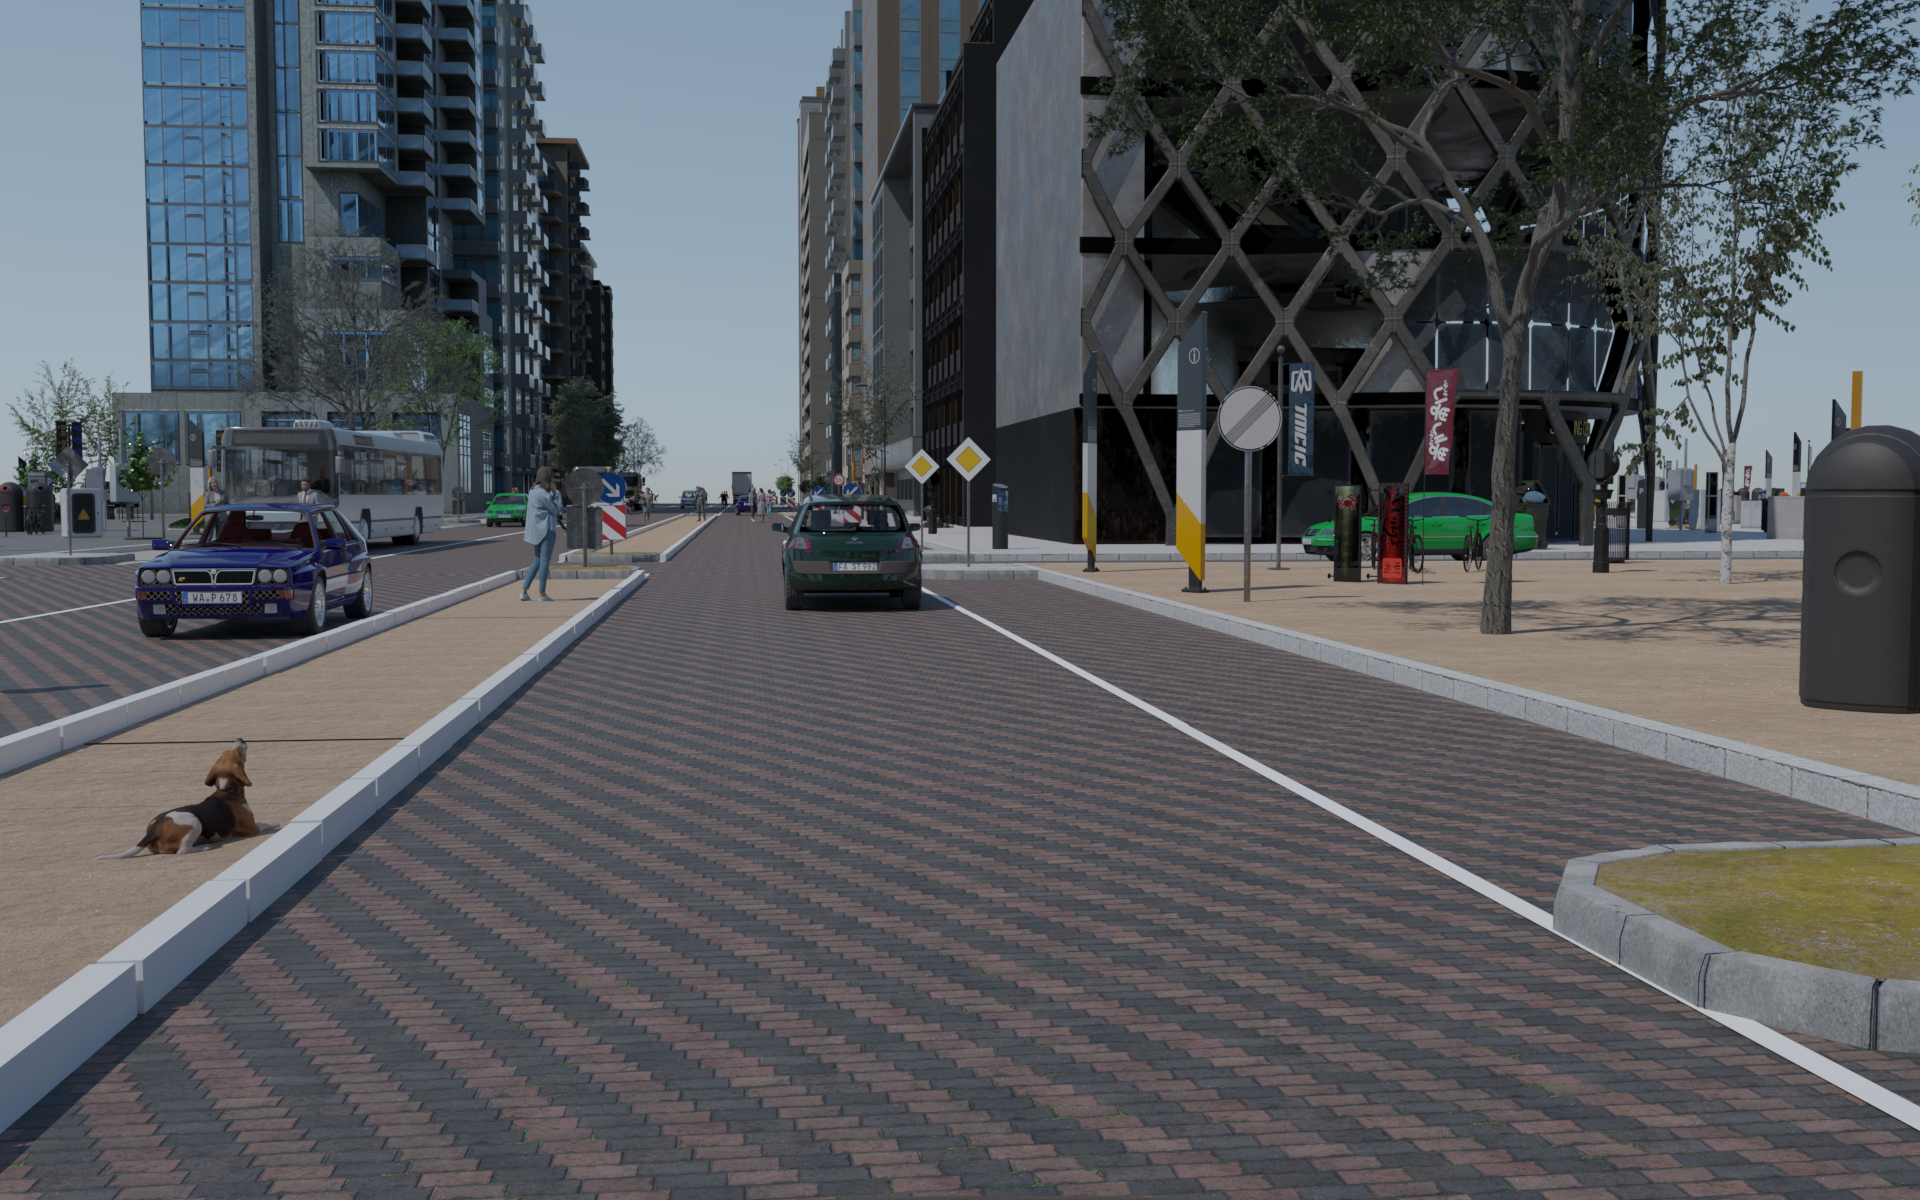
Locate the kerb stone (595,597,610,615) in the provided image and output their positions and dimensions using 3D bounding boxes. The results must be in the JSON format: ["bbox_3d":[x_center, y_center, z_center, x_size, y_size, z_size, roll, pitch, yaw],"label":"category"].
[{"bbox_3d":[-4.284,0.102,20.550,0.120,0.150,1.000,0,4,-7],"label":"kerb stone"}]

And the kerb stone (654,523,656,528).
[{"bbox_3d":[-12.787,-3.024,71.669,0.120,0.150,1.000,0,4,-7],"label":"kerb stone"}]

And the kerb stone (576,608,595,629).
[{"bbox_3d":[-4.035,0.226,18.521,0.120,0.150,1.000,0,4,-7],"label":"kerb stone"}]

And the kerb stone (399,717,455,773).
[{"bbox_3d":[-2.885,0.786,9.347,0.120,0.150,1.000,0,4,-7],"label":"kerb stone"}]

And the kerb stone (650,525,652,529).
[{"bbox_3d":[-12.407,-2.839,68.619,0.120,0.150,1.000,0,4,-7],"label":"kerb stone"}]

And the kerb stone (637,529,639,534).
[{"bbox_3d":[-11.390,-2.341,60.475,0.120,0.150,1.000,0,4,-7],"label":"kerb stone"}]

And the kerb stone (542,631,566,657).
[{"bbox_3d":[-3.649,0.412,15.454,0.120,0.150,1.000,0,4,-7],"label":"kerb stone"}]

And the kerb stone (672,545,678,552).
[{"bbox_3d":[-6.894,-1.172,41.408,0.120,0.150,1.000,0,4,-7],"label":"kerb stone"}]

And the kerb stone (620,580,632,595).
[{"bbox_3d":[-4.792,-0.148,24.619,0.120,0.150,1.000,0,4,-7],"label":"kerb stone"}]

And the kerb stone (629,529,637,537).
[{"bbox_3d":[-11.261,-2.278,59.459,0.120,0.150,1.000,0,4,-7],"label":"kerb stone"}]

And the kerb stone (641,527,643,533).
[{"bbox_3d":[-11.641,-2.467,62.523,0.120,0.150,1.000,0,4,-7],"label":"kerb stone"}]

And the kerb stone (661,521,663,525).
[{"bbox_3d":[-13.556,-3.400,77.782,0.120,0.150,1.000,0,4,-7],"label":"kerb stone"}]

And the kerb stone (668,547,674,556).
[{"bbox_3d":[-6.637,-1.048,39.367,0.120,0.150,1.000,0,4,-7],"label":"kerb stone"}]

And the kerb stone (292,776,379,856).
[{"bbox_3d":[-2.631,0.911,7.305,0.120,0.150,1.000,0,4,-7],"label":"kerb stone"}]

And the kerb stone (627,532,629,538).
[{"bbox_3d":[-10.751,-2.030,55.392,0.120,0.150,1.000,0,4,-7],"label":"kerb stone"}]

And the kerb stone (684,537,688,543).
[{"bbox_3d":[-7.781,-1.607,48.515,0.120,0.150,1.000,0,4,-7],"label":"kerb stone"}]

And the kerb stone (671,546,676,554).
[{"bbox_3d":[-6.761,-1.110,40.388,0.120,0.150,1.000,0,4,-7],"label":"kerb stone"}]

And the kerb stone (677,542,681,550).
[{"bbox_3d":[-7.145,-1.300,43.445,0.120,0.150,1.000,0,4,-7],"label":"kerb stone"}]

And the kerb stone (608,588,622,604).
[{"bbox_3d":[-4.541,-0.024,22.582,0.120,0.150,1.000,0,4,-7],"label":"kerb stone"}]

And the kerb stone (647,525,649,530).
[{"bbox_3d":[-12.155,-2.714,66.587,0.120,0.150,1.000,0,4,-7],"label":"kerb stone"}]

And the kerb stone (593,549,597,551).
[{"bbox_3d":[-9.357,-1.346,44.201,0.120,0.150,1.000,0,4,-7],"label":"kerb stone"}]

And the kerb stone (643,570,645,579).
[{"bbox_3d":[-5.309,-0.397,28.682,0.120,0.150,1.000,0,4,-7],"label":"kerb stone"}]

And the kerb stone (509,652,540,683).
[{"bbox_3d":[-3.399,0.545,13.422,0.120,0.150,1.000,0,4,-7],"label":"kerb stone"}]

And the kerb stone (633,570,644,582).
[{"bbox_3d":[-5.175,-0.335,27.669,0.120,0.150,1.000,0,4,-7],"label":"kerb stone"}]

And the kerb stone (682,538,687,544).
[{"bbox_3d":[-7.646,-1.548,47.502,0.120,0.150,1.000,0,4,-7],"label":"kerb stone"}]

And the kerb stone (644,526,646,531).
[{"bbox_3d":[-11.900,-2.591,64.552,0.120,0.150,1.000,0,4,-7],"label":"kerb stone"}]

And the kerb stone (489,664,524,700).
[{"bbox_3d":[-3.269,0.601,12.400,0.120,0.150,1.000,0,4,-7],"label":"kerb stone"}]

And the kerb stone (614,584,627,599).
[{"bbox_3d":[-4.662,-0.086,23.598,0.120,0.150,1.000,0,4,-7],"label":"kerb stone"}]

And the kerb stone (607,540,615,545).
[{"bbox_3d":[-9.994,-1.651,49.282,0.120,0.150,1.000,0,4,-7],"label":"kerb stone"}]

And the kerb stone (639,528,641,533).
[{"bbox_3d":[-11.516,-2.404,61.501,0.120,0.150,1.000,0,4,-7],"label":"kerb stone"}]

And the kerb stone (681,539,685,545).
[{"bbox_3d":[-7.526,-1.484,46.487,0.120,0.150,1.000,0,4,-7],"label":"kerb stone"}]

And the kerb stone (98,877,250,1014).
[{"bbox_3d":[-2.371,1.036,5.259,0.120,0.150,1.000,0,4,-7],"label":"kerb stone"}]

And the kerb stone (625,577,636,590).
[{"bbox_3d":[-4.919,-0.210,25.634,0.120,0.150,1.000,0,4,-7],"label":"kerb stone"}]

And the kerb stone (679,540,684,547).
[{"bbox_3d":[-7.394,-1.418,45.474,0.120,0.150,1.000,0,4,-7],"label":"kerb stone"}]

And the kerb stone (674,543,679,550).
[{"bbox_3d":[-7.029,-1.233,42.427,0.120,0.150,1.000,0,4,-7],"label":"kerb stone"}]

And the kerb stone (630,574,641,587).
[{"bbox_3d":[-5.044,-0.268,26.655,0.120,0.150,1.000,0,4,-7],"label":"kerb stone"}]

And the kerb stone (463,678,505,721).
[{"bbox_3d":[-3.140,0.661,11.386,0.120,0.150,1.000,0,4,-7],"label":"kerb stone"}]

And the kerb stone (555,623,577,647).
[{"bbox_3d":[-3.780,0.354,16.471,0.120,0.150,1.000,0,4,-7],"label":"kerb stone"}]

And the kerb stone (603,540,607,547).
[{"bbox_3d":[-9.606,-1.470,46.237,0.120,0.150,1.000,0,4,-7],"label":"kerb stone"}]

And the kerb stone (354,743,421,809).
[{"bbox_3d":[-2.759,0.849,8.331,0.120,0.150,1.000,0,4,-7],"label":"kerb stone"}]

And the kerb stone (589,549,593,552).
[{"bbox_3d":[-9.101,-1.221,42.173,0.120,0.150,1.000,0,4,-7],"label":"kerb stone"}]

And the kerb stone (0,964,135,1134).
[{"bbox_3d":[-2.255,1.099,4.243,0.120,0.150,1.000,0,4,-7],"label":"kerb stone"}]

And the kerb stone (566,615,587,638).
[{"bbox_3d":[-3.901,0.287,17.497,0.120,0.150,1.000,0,4,-7],"label":"kerb stone"}]

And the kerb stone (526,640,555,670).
[{"bbox_3d":[-3.517,0.475,14.437,0.120,0.150,1.000,0,4,-7],"label":"kerb stone"}]

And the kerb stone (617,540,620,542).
[{"bbox_3d":[-10.249,-1.781,51.320,0.120,0.150,1.000,0,4,-7],"label":"kerb stone"}]

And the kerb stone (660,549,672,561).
[{"bbox_3d":[-6.505,-0.988,38.350,0.120,0.150,1.000,0,4,-7],"label":"kerb stone"}]

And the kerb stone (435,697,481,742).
[{"bbox_3d":[-3.018,0.728,10.365,0.120,0.150,1.000,0,4,-7],"label":"kerb stone"}]

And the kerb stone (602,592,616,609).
[{"bbox_3d":[-4.409,0.039,21.564,0.120,0.150,1.000,0,4,-7],"label":"kerb stone"}]

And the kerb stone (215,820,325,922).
[{"bbox_3d":[-2.496,0.977,6.279,0.120,0.150,1.000,0,4,-7],"label":"kerb stone"}]

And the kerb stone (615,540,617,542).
[{"bbox_3d":[-10.121,-1.717,50.297,0.120,0.150,1.000,0,4,-7],"label":"kerb stone"}]

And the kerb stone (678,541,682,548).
[{"bbox_3d":[-7.269,-1.361,44.459,0.120,0.150,1.000,0,4,-7],"label":"kerb stone"}]

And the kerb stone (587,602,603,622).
[{"bbox_3d":[-4.156,0.163,19.536,0.120,0.150,1.000,0,4,-7],"label":"kerb stone"}]
